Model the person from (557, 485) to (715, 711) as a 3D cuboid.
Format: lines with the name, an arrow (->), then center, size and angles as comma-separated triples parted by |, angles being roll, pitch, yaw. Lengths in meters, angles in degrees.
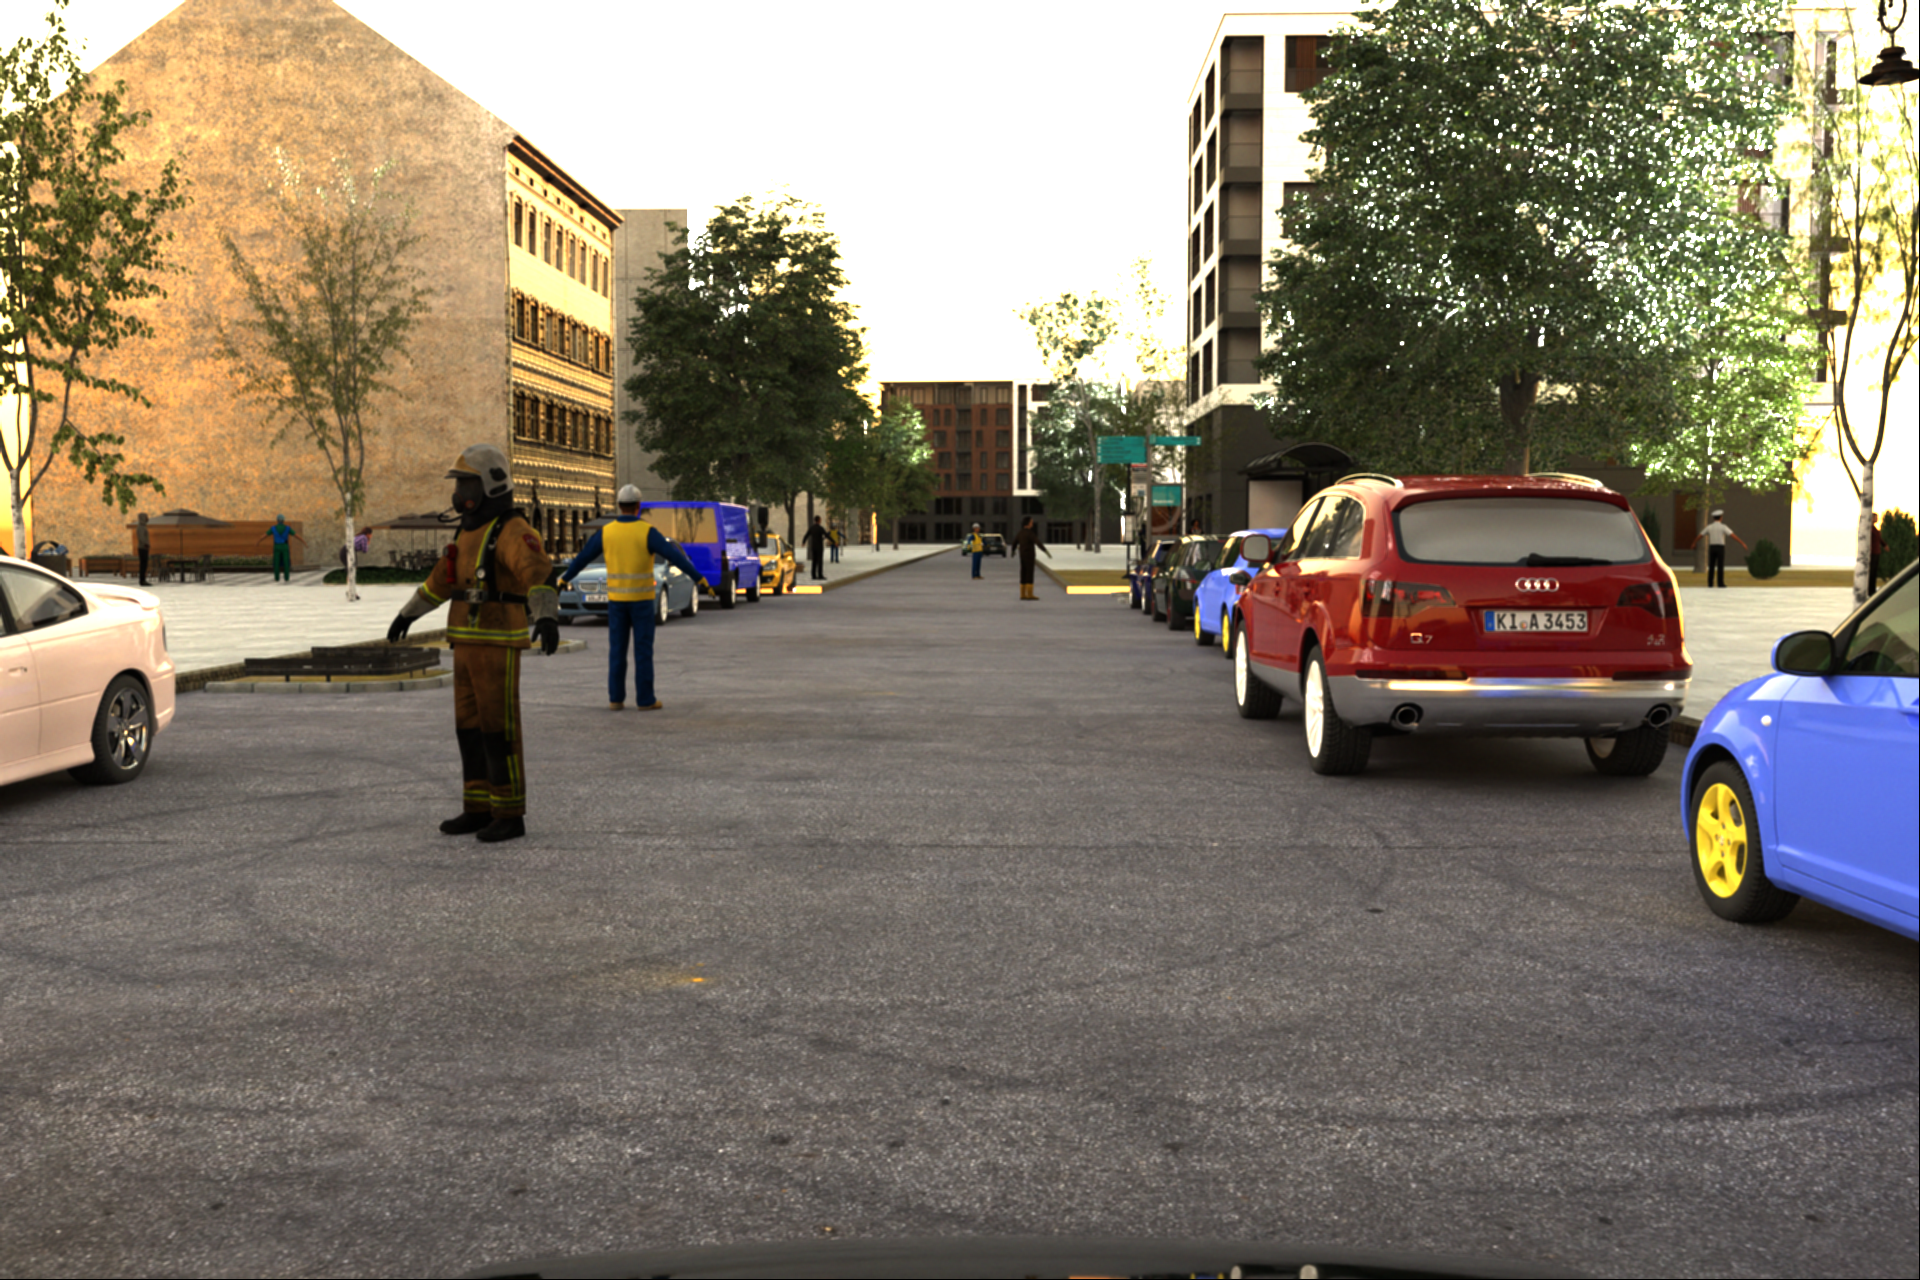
person -> -2.679, -0.350, 14.146 | 1.349, 1.833, 0.705 | 0, 4, 7

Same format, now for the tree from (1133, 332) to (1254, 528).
tree -> 7.954, -6.907, 63.293 | 4.360, 8.622, 3.978 | 0, 3, 0

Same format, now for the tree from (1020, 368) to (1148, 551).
tree -> 9.705, -13.748, 131.436 | 9.857, 13.997, 8.962 | 0, 3, 0

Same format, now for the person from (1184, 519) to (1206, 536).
person -> 8.623, -3.496, 63.301 | 1.345, 1.843, 0.704 | -1, 4, -11

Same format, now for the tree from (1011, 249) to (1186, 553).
tree -> 10.043, -15.905, 115.940 | 12.611, 20.169, 13.585 | 0, 3, 0

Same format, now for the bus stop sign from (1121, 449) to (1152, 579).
bus stop sign -> 5.052, -3.724, 49.598 | 0.855, 3.939, 0.416 | 0, 4, 2

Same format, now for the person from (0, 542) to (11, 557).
person -> -13.063, -0.876, 23.531 | 0.599, 1.438, 0.989 | 0, 4, 3

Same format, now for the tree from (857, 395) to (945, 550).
tree -> -5.026, -13.616, 140.755 | 7.486, 12.596, 7.792 | 0, 3, 0

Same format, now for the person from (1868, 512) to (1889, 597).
person -> 18.768, -1.753, 35.475 | 1.215, 1.729, 0.721 | -3, 5, -45

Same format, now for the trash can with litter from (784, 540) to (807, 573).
trash can with litter -> -5.622, -2.835, 57.740 | 1.055, 1.170, 0.624 | 0, 4, 2

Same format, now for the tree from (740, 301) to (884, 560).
tree -> -7.718, -10.171, 84.415 | 7.486, 12.596, 7.792 | 0, 3, 0

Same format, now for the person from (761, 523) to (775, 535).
person -> -8.068, -4.040, 71.917 | 1.347, 1.847, 0.705 | -2, 4, -35

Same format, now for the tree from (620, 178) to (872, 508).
tree -> -8.136, -9.581, 63.306 | 9.857, 13.997, 8.962 | 0, 3, 0

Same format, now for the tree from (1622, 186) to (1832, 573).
tree -> 24.834, -8.497, 57.053 | 7.486, 12.596, 7.792 | 0, 3, 0

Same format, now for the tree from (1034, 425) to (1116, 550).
tree -> 9.560, -12.806, 143.791 | 7.601, 10.594, 8.767 | 1, 4, 14

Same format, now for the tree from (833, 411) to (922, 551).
tree -> -6.474, -11.957, 129.909 | 7.601, 10.594, 8.767 | -3, 5, -41

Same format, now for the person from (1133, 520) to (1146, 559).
person -> 7.390, -3.901, 69.558 | 1.354, 1.856, 0.705 | -3, 5, -45

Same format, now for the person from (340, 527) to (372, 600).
person -> -11.799, -1.504, 33.871 | 0.421, 1.427, 0.697 | 2, 4, 35

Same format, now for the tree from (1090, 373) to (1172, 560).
tree -> 8.020, -7.839, 78.524 | 4.737, 8.622, 4.395 | 0, 3, 0

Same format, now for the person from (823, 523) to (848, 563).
person -> -5.548, -4.305, 76.846 | 1.216, 1.772, 0.721 | 1, 4, 11

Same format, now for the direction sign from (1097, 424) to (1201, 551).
direction sign -> 4.600, -3.235, 41.659 | 2.525, 3.948, 1.411 | 0, 4, 0

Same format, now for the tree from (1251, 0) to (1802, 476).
tree -> 9.957, -7.615, 31.154 | 9.857, 13.997, 8.962 | 0, 3, 0

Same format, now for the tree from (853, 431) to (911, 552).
tree -> -5.866, -10.439, 121.040 | 4.737, 8.622, 4.395 | 0, 3, 0

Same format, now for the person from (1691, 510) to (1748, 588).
person -> 18.194, -2.190, 41.599 | 0.704, 1.855, 1.343 | -3, 5, -43

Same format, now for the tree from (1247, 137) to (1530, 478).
tree -> 13.212, -8.991, 53.664 | 9.857, 13.997, 8.962 | 0, 3, 0

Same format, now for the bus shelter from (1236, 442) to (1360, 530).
bus shelter -> 7.873, -2.873, 40.902 | 2.014, 3.302, 5.546 | 0, 4, 2

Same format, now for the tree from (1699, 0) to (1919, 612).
tree -> 9.469, -4.154, 18.279 | 4.360, 8.622, 3.978 | 0, 3, 0

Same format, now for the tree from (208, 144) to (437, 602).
tree -> -11.337, -5.036, 32.700 | 4.360, 8.622, 3.978 | 0, 3, 0

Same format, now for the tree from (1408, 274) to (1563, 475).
tree -> 13.205, -5.850, 46.016 | 4.360, 8.622, 3.978 | 0, 3, 0

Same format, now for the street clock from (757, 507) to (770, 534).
street clock -> -5.197, -2.520, 45.772 | 0.358, 2.002, 0.471 | 0, 4, 1

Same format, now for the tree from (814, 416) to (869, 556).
tree -> -6.771, -9.252, 101.625 | 4.360, 8.622, 3.978 | 0, 3, 0

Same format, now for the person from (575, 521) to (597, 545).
person -> -15.115, -3.956, 70.862 | 1.347, 1.806, 0.705 | -2, 4, -29

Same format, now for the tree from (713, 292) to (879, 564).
tree -> -7.363, -9.108, 74.668 | 9.928, 11.665, 9.643 | 0, 3, 0

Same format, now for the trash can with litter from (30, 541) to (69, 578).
trash can with litter -> -8.804, -0.385, 17.358 | 1.678, 1.210, 2.233 | 0, 4, 1

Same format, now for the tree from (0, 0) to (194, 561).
tree -> -11.220, -4.289, 20.486 | 4.737, 8.622, 4.395 | 0, 3, 0
